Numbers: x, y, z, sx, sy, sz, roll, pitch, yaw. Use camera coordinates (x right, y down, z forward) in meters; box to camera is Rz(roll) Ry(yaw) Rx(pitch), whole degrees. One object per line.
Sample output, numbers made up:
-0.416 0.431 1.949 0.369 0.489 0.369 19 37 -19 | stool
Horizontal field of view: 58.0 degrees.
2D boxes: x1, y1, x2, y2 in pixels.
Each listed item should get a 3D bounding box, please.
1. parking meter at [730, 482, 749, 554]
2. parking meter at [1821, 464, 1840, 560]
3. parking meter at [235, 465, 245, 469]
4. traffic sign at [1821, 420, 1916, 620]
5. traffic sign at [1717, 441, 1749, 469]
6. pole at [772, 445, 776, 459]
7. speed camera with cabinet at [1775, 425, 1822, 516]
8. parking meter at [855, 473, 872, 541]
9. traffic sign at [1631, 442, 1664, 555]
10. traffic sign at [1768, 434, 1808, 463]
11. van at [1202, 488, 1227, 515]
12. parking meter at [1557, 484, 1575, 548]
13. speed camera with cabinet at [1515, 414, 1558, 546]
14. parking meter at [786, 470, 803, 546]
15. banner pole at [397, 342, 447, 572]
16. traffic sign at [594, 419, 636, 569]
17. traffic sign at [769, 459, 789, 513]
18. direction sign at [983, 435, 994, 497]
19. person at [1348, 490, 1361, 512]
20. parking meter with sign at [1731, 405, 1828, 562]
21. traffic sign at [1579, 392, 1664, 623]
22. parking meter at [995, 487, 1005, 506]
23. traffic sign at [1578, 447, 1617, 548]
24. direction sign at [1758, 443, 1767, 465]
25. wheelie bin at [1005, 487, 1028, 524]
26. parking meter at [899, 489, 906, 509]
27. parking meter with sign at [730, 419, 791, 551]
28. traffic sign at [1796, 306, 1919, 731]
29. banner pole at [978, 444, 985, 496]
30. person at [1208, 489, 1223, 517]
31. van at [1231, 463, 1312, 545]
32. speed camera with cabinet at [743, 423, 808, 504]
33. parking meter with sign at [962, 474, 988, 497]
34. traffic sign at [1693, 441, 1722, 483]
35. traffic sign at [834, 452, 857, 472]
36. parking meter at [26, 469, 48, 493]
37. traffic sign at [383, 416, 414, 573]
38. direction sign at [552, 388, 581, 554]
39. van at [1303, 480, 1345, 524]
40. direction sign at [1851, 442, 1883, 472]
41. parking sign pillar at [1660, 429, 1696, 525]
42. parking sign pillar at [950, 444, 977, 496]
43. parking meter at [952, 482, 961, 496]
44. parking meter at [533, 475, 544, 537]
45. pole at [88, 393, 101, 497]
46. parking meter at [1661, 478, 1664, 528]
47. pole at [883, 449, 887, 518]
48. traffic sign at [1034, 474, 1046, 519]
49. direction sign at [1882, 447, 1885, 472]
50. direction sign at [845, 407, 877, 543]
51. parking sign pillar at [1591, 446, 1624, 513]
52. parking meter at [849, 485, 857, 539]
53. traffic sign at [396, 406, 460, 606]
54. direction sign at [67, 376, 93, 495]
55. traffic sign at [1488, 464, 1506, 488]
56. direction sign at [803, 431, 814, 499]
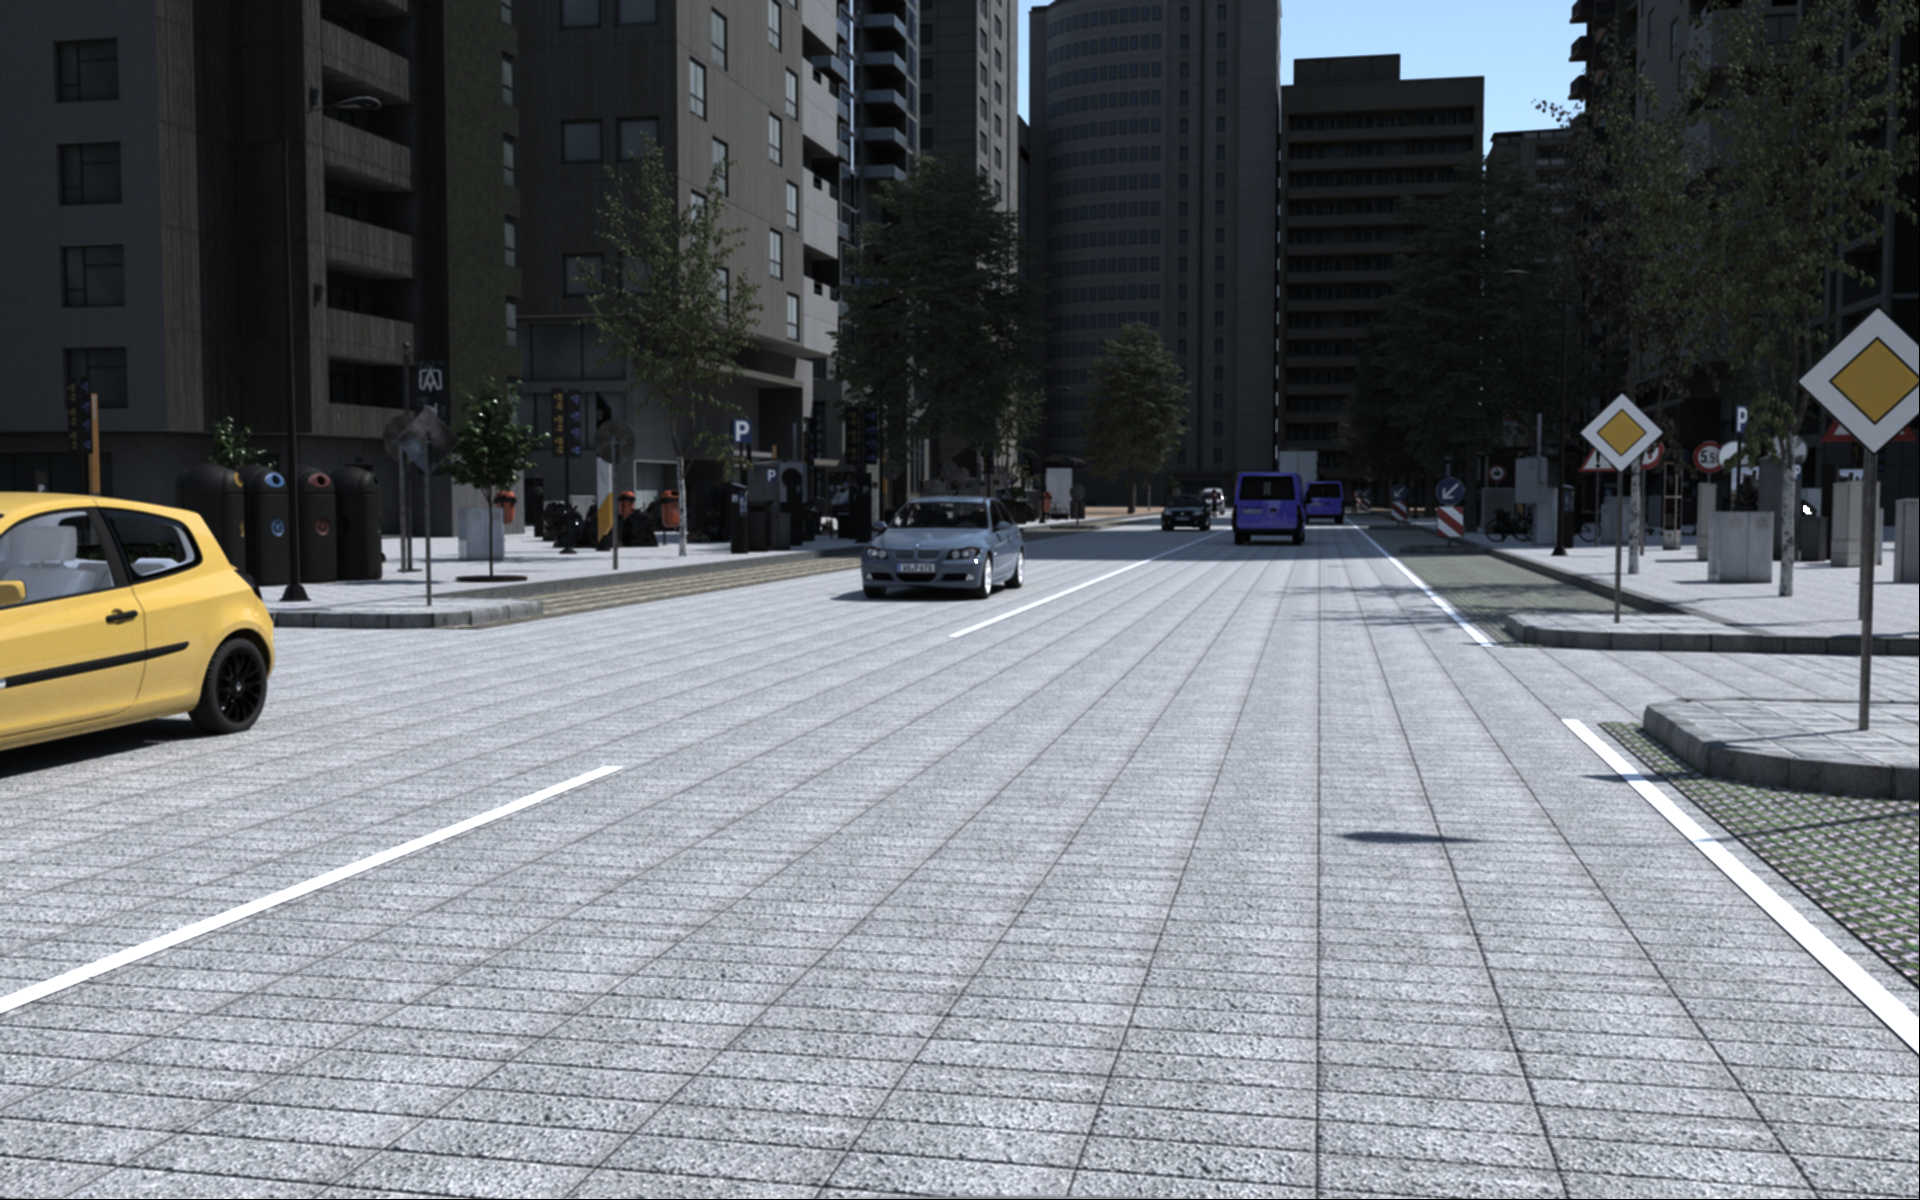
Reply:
-4.765 -1.774 37.410 0.372 1.533 0.369 0 3 0 | parking meter
17.056 -1.728 33.965 0.255 1.863 0.399 3 4 37 | parking meter
-14.435 -1.785 34.890 0.255 1.863 0.399 -2 4 -28 | parking meter
9.202 -1.076 17.595 0.884 2.594 0.081 1 4 13 | traffic sign
18.539 -2.532 41.496 0.768 2.556 0.104 1 4 21 | traffic sign
-7.709 -4.775 71.911 0.158 3.312 0.155 0 3 0 | pole
23.206 -3.286 48.062 0.660 3.252 2.038 0 4 -5 | speed camera with cabinet
-2.636 -2.543 47.285 0.399 1.863 0.255 -2 4 -25 | parking meter
14.269 -2.206 36.168 0.768 2.556 0.104 1 4 16 | traffic sign
17.177 -2.197 36.033 0.768 2.556 0.104 1 4 16 | traffic sign
17.573 -6.948 120.619 2.013 2.044 4.112 1 4 10 | van
14.379 -2.000 41.116 0.372 1.533 0.369 0 3 0 | parking meter
14.566 -2.994 43.285 0.660 3.252 2.038 3 5 42 | speed camera with cabinet
-4.105 -2.279 42.974 0.255 1.863 0.399 2 4 27 | parking meter
-8.902 -2.364 28.668 0.863 3.779 0.401 0 4 -6 | banner pole
-5.866 -1.793 29.416 0.768 2.556 0.104 1 4 14 | traffic sign
-5.216 -2.929 50.014 0.606 2.300 0.079 1 4 14 | traffic sign
1.098 -4.568 66.690 0.379 3.537 0.876 -2 4 -25 | direction sign
30.688 -7.668 134.591 1.217 1.743 0.721 -1 4 -16 | person
15.892 -2.282 33.565 0.543 3.016 1.738 -3 4 -39 | parking meter with sign
6.535 -0.828 17.173 0.795 2.450 0.064 1 4 12 | traffic sign
1.528 -3.483 65.366 0.372 1.533 0.369 0 3 0 | parking meter
15.264 -2.537 41.480 0.884 2.594 0.081 1 4 19 | traffic sign
35.523 -5.168 76.488 0.876 3.537 0.379 -2 4 -26 | direction sign
2.395 -4.039 73.948 0.980 1.594 0.693 -2 4 -29 | wheelie bin
-2.965 -4.974 89.743 0.372 1.533 0.369 0 3 0 | parking meter
-4.557 -2.673 39.957 0.543 3.016 1.738 -3 5 -43 | parking meter with sign
4.911 -0.349 9.354 0.795 2.450 0.064 1 4 12 | traffic sign
0.837 -4.833 69.038 0.401 3.779 0.863 2 4 26 | banner pole
15.754 -5.975 106.881 1.217 1.739 0.721 -3 4 -38 | person
9.033 -2.808 50.294 2.240 2.365 5.245 1 4 13 | van
-5.302 -3.294 48.189 2.038 3.252 0.660 1 4 8 | speed camera with cabinet
0.462 -5.061 79.007 1.738 3.016 0.543 0 4 7 | parking meter with sign
18.079 -2.551 41.822 0.768 2.556 0.104 1 4 13 | traffic sign
-3.484 -3.214 52.555 0.884 2.594 0.081 1 4 15 | traffic sign
-21.605 -2.133 40.581 0.255 1.863 0.399 1 4 15 | parking meter
-9.064 -1.715 28.148 0.768 2.556 0.104 1 4 19 | traffic sign
-8.456 -2.769 37.268 0.379 3.537 0.876 2 4 28 | direction sign
17.642 -4.892 84.373 2.240 2.365 5.245 1 4 10 | van
22.630 -3.151 43.513 0.379 3.537 0.876 0 4 -2 | direction sign
29.649 -5.077 71.478 1.447 3.967 1.447 3 5 41 | parking sign pillar
0.186 -6.042 87.260 1.447 3.967 1.447 -1 4 -18 | parking sign pillar
-0.178 -4.860 85.178 0.399 1.863 0.255 3 5 41 | parking meter
-12.585 -2.815 51.737 0.255 1.863 0.399 -1 4 -19 | parking meter
-17.585 -2.529 35.186 0.158 3.312 0.155 0 3 0 | pole
26.328 -3.603 64.618 0.255 1.863 0.399 1 4 15 | parking meter
-3.372 -5.136 77.809 0.158 3.312 0.155 0 3 0 | pole
4.057 -5.245 87.892 0.606 2.300 0.079 1 4 17 | traffic sign
32.377 -4.257 61.606 0.876 3.537 0.379 2 4 34 | direction sign
-2.590 -3.270 45.461 0.876 3.537 0.379 -2 4 -24 | direction sign
29.274 -5.494 78.303 1.447 3.967 1.447 0 4 4 | parking sign pillar
-2.986 -2.506 49.385 0.372 1.533 0.369 0 3 0 | parking meter
-6.087 -0.989 19.805 0.795 2.450 0.064 1 4 12 | traffic sign
-17.068 -2.547 33.643 0.876 3.537 0.379 3 4 37 | direction sign
22.937 -4.521 74.024 0.768 2.556 0.104 1 4 15 | traffic sign
-5.462 -4.318 62.602 0.379 3.537 0.876 -2 4 -29 | direction sign
